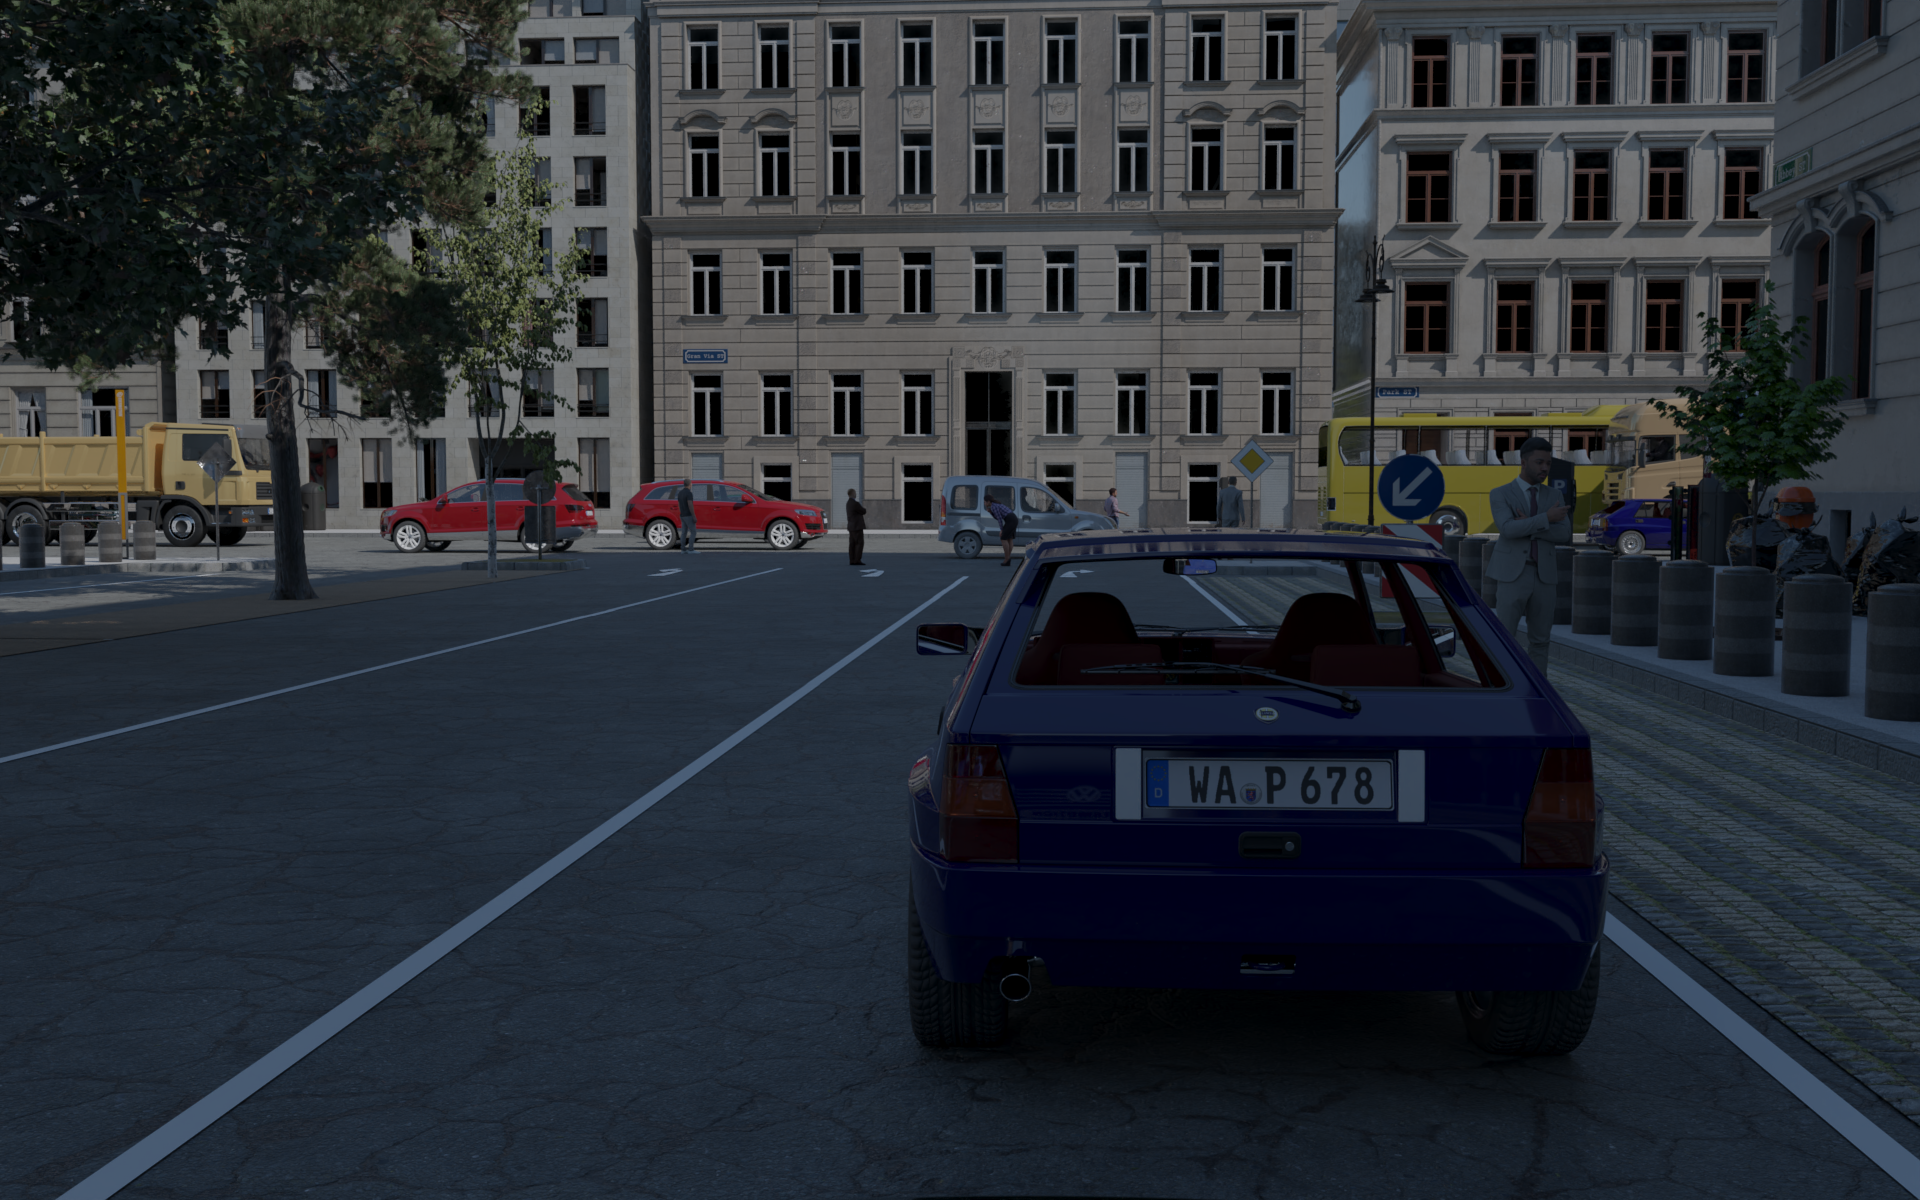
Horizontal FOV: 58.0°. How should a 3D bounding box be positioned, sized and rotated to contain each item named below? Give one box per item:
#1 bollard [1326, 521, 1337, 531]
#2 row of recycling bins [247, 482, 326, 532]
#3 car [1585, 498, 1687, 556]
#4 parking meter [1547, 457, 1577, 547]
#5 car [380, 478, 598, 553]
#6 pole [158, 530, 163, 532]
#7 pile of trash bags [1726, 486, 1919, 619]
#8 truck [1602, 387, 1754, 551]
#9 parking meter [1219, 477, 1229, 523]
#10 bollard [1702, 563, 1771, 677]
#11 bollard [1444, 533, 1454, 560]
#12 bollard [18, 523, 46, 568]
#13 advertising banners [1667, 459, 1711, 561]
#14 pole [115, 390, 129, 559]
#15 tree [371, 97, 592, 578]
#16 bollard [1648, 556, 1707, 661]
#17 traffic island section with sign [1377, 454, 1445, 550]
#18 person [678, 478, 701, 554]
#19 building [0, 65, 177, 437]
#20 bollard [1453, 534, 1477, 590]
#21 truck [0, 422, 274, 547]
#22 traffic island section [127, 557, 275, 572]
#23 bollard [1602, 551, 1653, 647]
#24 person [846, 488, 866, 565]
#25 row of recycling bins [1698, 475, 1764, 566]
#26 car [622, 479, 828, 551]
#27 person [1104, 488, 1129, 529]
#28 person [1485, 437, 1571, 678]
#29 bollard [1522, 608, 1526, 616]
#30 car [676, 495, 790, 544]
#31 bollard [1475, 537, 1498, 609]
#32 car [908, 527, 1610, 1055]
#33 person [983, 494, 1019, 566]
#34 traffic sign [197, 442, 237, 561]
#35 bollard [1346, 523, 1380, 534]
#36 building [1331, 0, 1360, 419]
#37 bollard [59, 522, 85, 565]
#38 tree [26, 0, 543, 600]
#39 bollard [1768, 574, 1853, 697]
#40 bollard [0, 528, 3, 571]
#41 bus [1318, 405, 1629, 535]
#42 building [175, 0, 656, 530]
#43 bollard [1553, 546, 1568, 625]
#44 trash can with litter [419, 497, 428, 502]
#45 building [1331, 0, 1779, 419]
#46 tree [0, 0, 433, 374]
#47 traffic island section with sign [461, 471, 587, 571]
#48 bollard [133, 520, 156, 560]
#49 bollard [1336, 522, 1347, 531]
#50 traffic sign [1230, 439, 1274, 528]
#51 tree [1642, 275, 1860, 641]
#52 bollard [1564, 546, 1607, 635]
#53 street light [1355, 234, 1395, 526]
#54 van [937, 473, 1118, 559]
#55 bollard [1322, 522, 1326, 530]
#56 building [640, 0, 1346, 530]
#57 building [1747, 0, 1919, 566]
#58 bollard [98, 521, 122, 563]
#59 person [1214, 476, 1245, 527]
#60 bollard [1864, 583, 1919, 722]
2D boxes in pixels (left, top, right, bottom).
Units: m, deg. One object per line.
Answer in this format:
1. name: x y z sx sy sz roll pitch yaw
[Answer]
1. bollard: 6.956 -1.030 31.563 0.404 0.777 0.398 0 3 0
2. row of recycling bins: -23.667 -3.232 59.951 1.069 1.692 3.534 3 4 36
3. car: 16.681 -1.689 40.201 3.894 1.354 1.945 0 4 5
4. parking meter: 9.256 -1.281 26.660 0.399 1.863 0.255 2 4 30
5. car: -11.644 -2.085 42.766 5.304 1.827 2.281 0 4 3
6. pole: -27.229 -3.981 58.927 0.158 3.312 0.155 0 3 0
7. pile of trash bags: 9.503 -0.576 19.175 1.912 1.369 3.447 1 4 14
8. truck: 21.809 -3.388 44.300 11.283 4.237 2.839 0 4 6
9. parking meter: 9.086 -3.302 59.696 0.255 1.863 0.399 0 4 -5
10. bollard: 5.582 0.147 12.321 0.404 0.777 0.398 0 3 0
11. bollard: 6.267 -0.443 21.957 0.404 0.777 0.398 0 3 0
12. bollard: -16.156 -0.944 30.155 0.404 0.777 0.398 0 3 0
13. advertising banners: 12.196 -1.995 28.813 0.090 3.025 2.074 3 5 41
14. pole: -16.453 -2.457 34.010 0.158 3.312 0.155 0 3 0
15. tree: -7.941 -4.660 29.017 4.737 8.622 4.395 0 3 0
16. bollard: 5.667 0.073 13.519 0.404 0.777 0.398 0 3 0
17. traffic island section with sign: 4.403 -0.566 17.885 1.989 1.847 2.006 0 4 4
18. person: -6.511 -2.017 41.600 0.434 1.807 0.598 -2 4 -31
19. building: -42.950 -14.561 71.352 30.059 22.955 16.112 0 4 4
20. bollard: 6.184 -0.369 20.746 0.404 0.777 0.398 0 3 0
21. truck: -22.901 -3.180 47.923 9.791 3.379 3.469 0 4 6
22. traffic island section: -14.340 -0.682 33.437 2.009 0.180 2.903 0 4 4
23. bollard: 5.753 -0.001 14.732 0.404 0.777 0.398 0 3 0
24. person: -2.098 -1.479 34.946 0.388 1.546 0.482 -2 4 -24
25. row of recycling bins: 15.052 -1.462 31.017 3.534 1.692 1.069 1 4 12
26. car: -6.077 -2.221 44.991 5.304 1.827 2.281 0 4 4
27. person: 3.774 -1.963 42.553 0.435 1.587 0.963 -2 4 -30
28. person: 3.690 -0.153 11.177 0.511 1.800 0.466 -1 4 -21
29. bollard: 6.014 -0.222 18.345 0.404 0.777 0.398 0 3 0
30. car: -6.708 -2.402 51.070 4.920 1.459 2.131 0 4 5
31. bollard: 6.098 -0.295 19.544 0.404 0.777 0.398 0 3 0
32. car: 0.789 0.415 5.802 1.945 1.354 3.894 0 4 3
33. person: 0.813 -1.386 34.391 0.697 1.427 0.421 0 4 5
34. traffic sign: -14.315 -1.818 33.374 0.795 2.450 0.064 0 4 4
35. bollard: 6.784 -0.884 29.166 0.404 0.777 0.398 0 3 0
36. building: 30.126 -36.710 142.208 21.231 58.520 28.212 0 4 4
37. bollard: -16.073 -1.018 31.359 0.404 0.777 0.398 0 3 0
38. tree: -9.154 -6.033 23.149 6.751 12.117 7.091 0 3 0
39. bollard: 5.498 0.220 11.115 0.404 0.777 0.398 0 3 0
40. bollard: -16.242 -0.871 28.956 0.404 0.777 0.398 0 3 0
41. bus: 16.368 -3.488 48.570 12.252 3.916 2.896 0 4 5
42. building: -19.732 -12.995 67.216 16.860 20.320 10.420 0 4 4
43. bollard: 5.926 -0.149 17.147 0.404 0.777 0.398 0 3 0
44. trash can with litter: -18.662 -3.050 61.262 1.055 1.170 0.624 -3 5 -40
45. building: 24.602 -13.956 64.343 21.152 22.565 11.583 0 4 4
46. tree: -9.906 -5.804 14.368 9.611 12.733 9.660 0 3 0
47. traffic island section with sign: -8.256 -1.535 33.239 2.006 1.907 1.989 0 4 4
48. bollard: -15.900 -1.165 33.765 0.404 0.777 0.398 0 3 0
49. bollard: 6.866 -0.957 30.365 0.404 0.777 0.398 0 3 0
50. traffic sign: 5.377 -1.732 31.952 0.795 2.450 0.064 0 4 4
51. tree: 7.162 -1.273 15.415 1.663 3.219 1.824 0 3 0
52. bollard: 5.844 -0.074 15.931 0.404 0.777 0.398 0 3 0
53. street light: 7.413 -3.567 31.109 0.468 5.910 1.993 0 4 4
54. van: 1.543 -1.946 38.822 4.112 2.044 2.013 0 4 2
55. bollard: 7.041 -1.104 32.763 0.404 0.777 0.398 0 3 0
56. building: 1.402 -16.470 66.547 25.104 27.353 12.463 0 4 4
57. building: 17.547 -13.870 14.173 14.401 28.519 23.554 0 4 4
58. bollard: -15.984 -1.092 32.566 0.404 0.777 0.398 0 3 0
59. person: 5.723 -1.718 36.707 0.709 1.813 0.853 2 4 24
60. bollard: 5.412 0.294 9.916 0.404 0.777 0.398 0 3 0
